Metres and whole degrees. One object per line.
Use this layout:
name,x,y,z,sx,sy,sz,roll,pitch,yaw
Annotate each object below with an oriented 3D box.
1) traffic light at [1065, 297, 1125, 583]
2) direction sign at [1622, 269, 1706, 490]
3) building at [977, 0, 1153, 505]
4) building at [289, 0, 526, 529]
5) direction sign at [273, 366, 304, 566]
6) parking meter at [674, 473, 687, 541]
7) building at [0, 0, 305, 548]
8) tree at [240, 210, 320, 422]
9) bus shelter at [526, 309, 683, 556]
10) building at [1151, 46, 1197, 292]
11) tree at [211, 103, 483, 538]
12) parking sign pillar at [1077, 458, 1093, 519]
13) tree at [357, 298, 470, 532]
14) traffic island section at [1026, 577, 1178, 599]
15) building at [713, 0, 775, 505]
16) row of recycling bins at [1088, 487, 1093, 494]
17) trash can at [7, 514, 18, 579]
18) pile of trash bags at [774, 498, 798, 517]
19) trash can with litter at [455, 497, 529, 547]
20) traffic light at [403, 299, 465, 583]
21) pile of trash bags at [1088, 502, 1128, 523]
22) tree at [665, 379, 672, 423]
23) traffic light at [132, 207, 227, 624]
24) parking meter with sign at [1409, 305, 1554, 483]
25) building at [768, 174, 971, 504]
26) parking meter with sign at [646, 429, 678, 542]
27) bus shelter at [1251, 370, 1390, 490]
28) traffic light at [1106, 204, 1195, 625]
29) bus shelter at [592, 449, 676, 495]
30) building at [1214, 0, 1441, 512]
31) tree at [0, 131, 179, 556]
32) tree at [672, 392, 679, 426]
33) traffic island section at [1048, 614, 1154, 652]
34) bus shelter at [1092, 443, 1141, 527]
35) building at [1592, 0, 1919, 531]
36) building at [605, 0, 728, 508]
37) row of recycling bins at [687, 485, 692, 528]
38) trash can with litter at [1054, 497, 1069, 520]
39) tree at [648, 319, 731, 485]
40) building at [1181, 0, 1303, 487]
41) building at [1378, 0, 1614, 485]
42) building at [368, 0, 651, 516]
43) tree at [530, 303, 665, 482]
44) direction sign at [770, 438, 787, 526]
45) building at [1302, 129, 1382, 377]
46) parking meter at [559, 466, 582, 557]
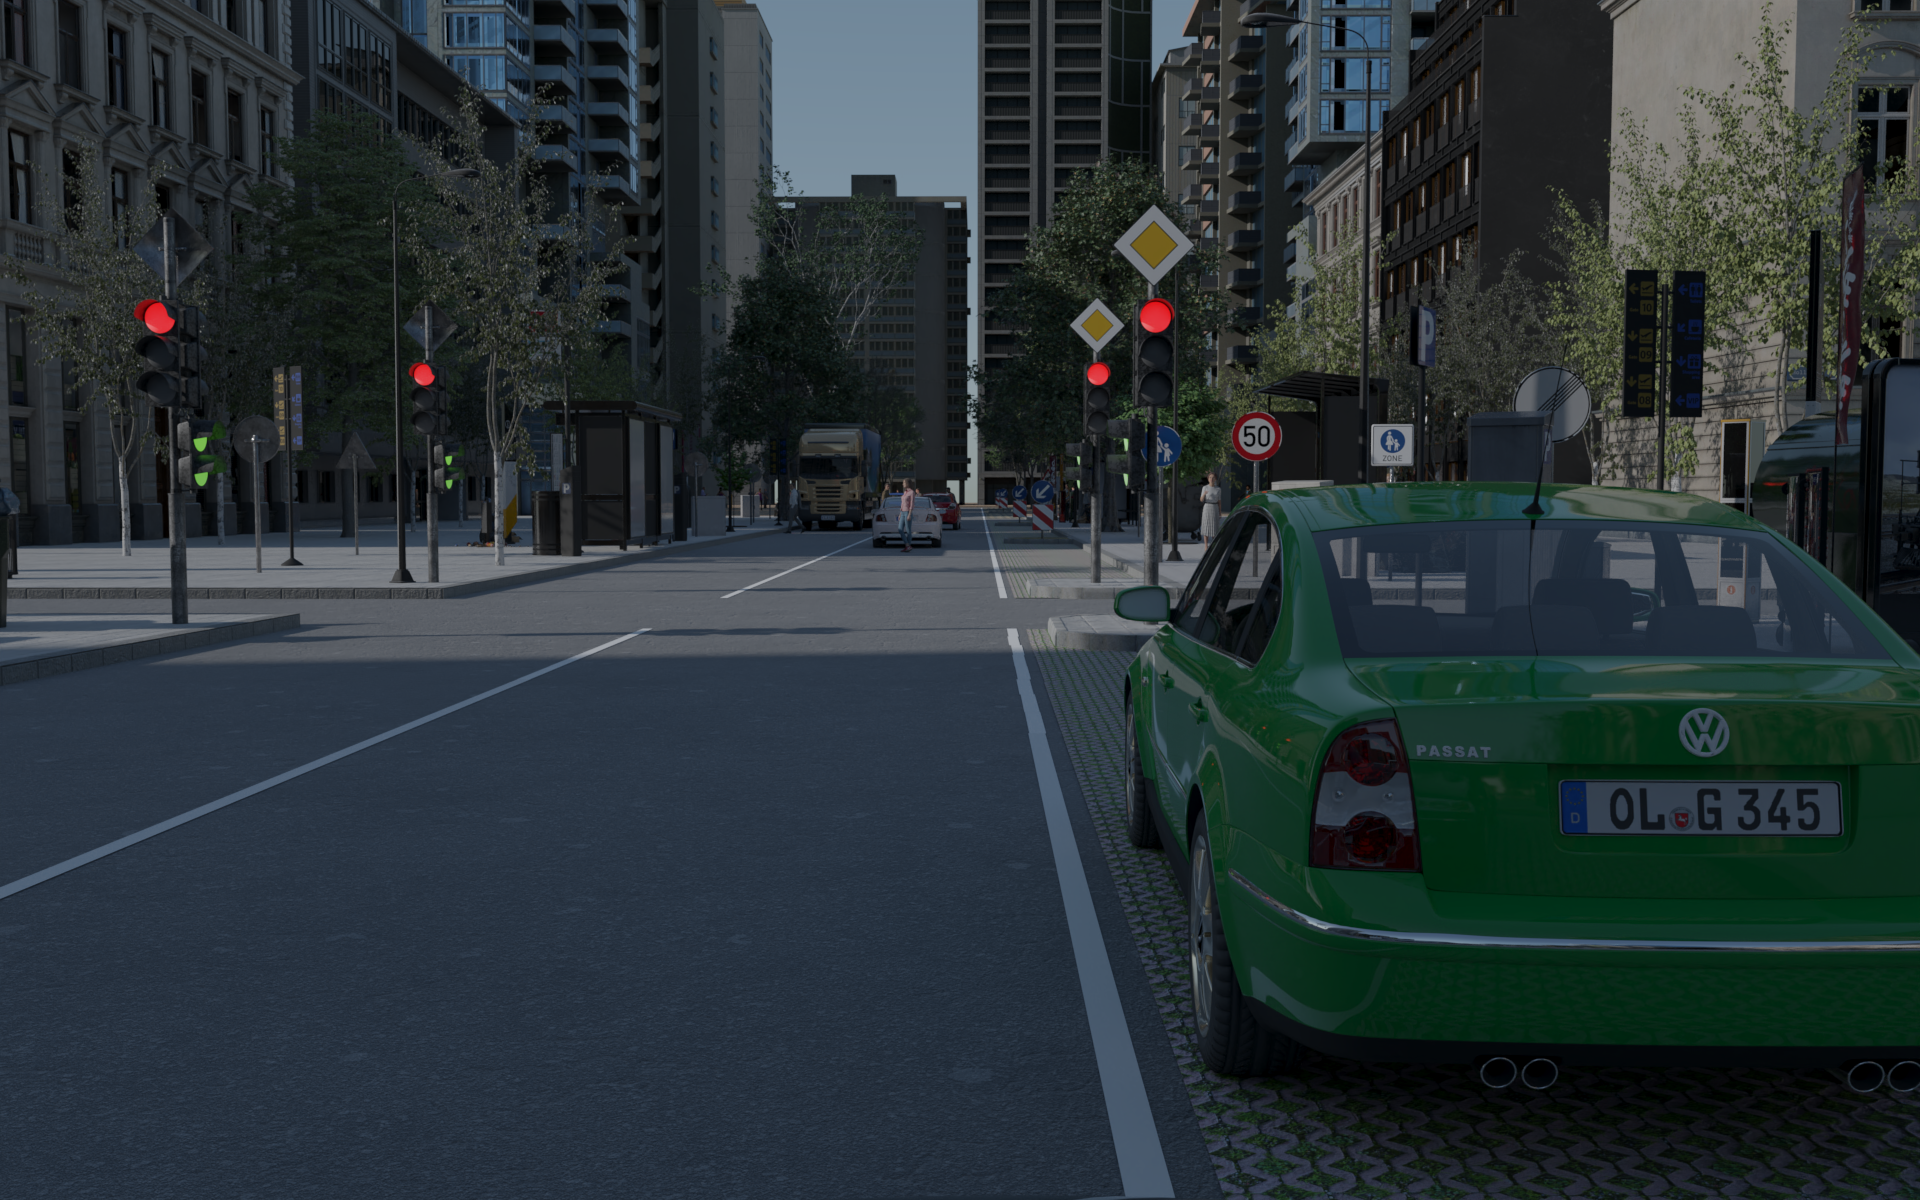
traffic light,1.944,-2.202,24.920,0.839,4.253,0.868,0,4,1
direction sign,7.132,-1.567,17.613,0.876,3.537,0.379,-1,4,-10
building,12.396,-46.999,206.685,20.611,71.187,20.563,0,4,1
building,-29.738,-15.652,74.980,14.314,24.678,30.058,0,4,1
direction sign,-11.975,-2.383,30.952,0.876,3.537,0.379,3,4,37
parking meter,-7.662,-2.537,47.188,0.399,1.863,0.255,1,4,21
building,-27.313,-13.462,48.980,11.050,23.489,19.941,0,4,1
tree,-18.551,-5.716,43.811,4.360,8.622,3.978,0,3,0
bus shelter,-8.275,-3.830,40.245,2.179,5.291,8.768,0,4,1
building,36.492,-38.041,211.208,27.495,52.752,28.713,0,4,1
tree,-17.658,-8.122,50.919,7.486,12.596,7.792,0,3,0
parking sign pillar,6.676,-6.263,90.879,1.447,3.967,1.447,-1,4,-11
tree,-18.455,-6.591,58.124,4.737,8.622,4.395,0,3,0
traffic island section,1.984,-0.168,25.034,2.009,0.180,2.903,0,4,1
building,-36.808,-40.739,208.085,28.212,58.520,21.231,0,4,1
row of recycling bins,7.348,-4.811,85.775,3.534,1.692,1.069,3,5,43
trash can,-14.595,-0.888,26.172,0.748,1.137,0.748,0,3,0
pile of trash bags,-8.787,-5.405,98.123,3.447,1.369,1.912,-1,4,-13
trash can with litter,-11.538,-1.922,42.484,1.678,1.210,2.233,-1,4,-21
traffic light,-7.617,-2.207,25.004,0.839,4.253,0.868,0,4,1
pile of trash bags,6.853,-4.239,79.059,1.912,1.369,3.447,0,4,-6
tree,-16.474,-7.863,78.926,4.737,8.622,4.395,0,3,0
traffic light,-7.700,-1.719,17.019,0.839,4.253,0.868,0,4,1
parking meter with sign,5.029,-1.197,15.830,1.738,3.016,0.543,2,4,31
building,-10.655,-31.891,213.306,23.993,40.220,32.217,0,4,1
parking meter with sign,-8.419,-3.050,46.130,1.738,3.016,0.543,-2,4,-32
bus shelter,7.401,-2.737,36.039,1.731,3.624,6.357,0,4,0
traffic light,1.861,-1.713,16.935,0.839,4.253,0.868,0,4,1
bus shelter,-10.728,-3.836,56.634,2.014,3.302,5.546,0,4,1
building,30.376,-49.107,115.576,22.319,86.520,31.000,0,4,1
tree,-17.197,-5.202,35.423,4.360,8.622,3.978,0,3,0
tree,-16.573,-8.459,88.662,4.737,8.622,4.395,0,3,0
traffic island section,1.901,0.320,17.049,2.009,0.180,2.903,0,4,1
bus shelter,6.380,-4.686,70.536,2.014,3.302,5.546,0,4,1
building,36.271,-13.818,45.002,34.723,24.649,14.460,0,4,1
building,-32.424,-32.237,150.780,21.600,48.544,21.300,0,4,1
row of recycling bins,-10.710,-3.586,65.748,1.069,1.692,3.534,0,4,-4
trash can with litter,4.925,-4.466,84.406,1.055,1.170,0.624,0,4,1
tree,-11.660,-7.447,72.123,4.360,8.622,3.978,0,3,0
building,30.489,-30.115,147.011,22.147,44.769,28.867,0,4,1
building,25.175,-14.749,70.823,12.332,23.373,15.834,0,4,1
building,-32.859,-49.024,114.218,22.319,86.520,31.000,0,4,1
tree,-14.267,-7.016,65.073,4.737,8.622,4.395,0,3,0
direction sign,-7.379,-4.794,70.372,0.876,3.537,0.379,3,4,36
building,25.331,-15.483,89.305,11.583,22.565,21.152,0,4,1
parking meter,-8.015,-1.831,35.645,0.399,1.863,0.255,2,4,30
